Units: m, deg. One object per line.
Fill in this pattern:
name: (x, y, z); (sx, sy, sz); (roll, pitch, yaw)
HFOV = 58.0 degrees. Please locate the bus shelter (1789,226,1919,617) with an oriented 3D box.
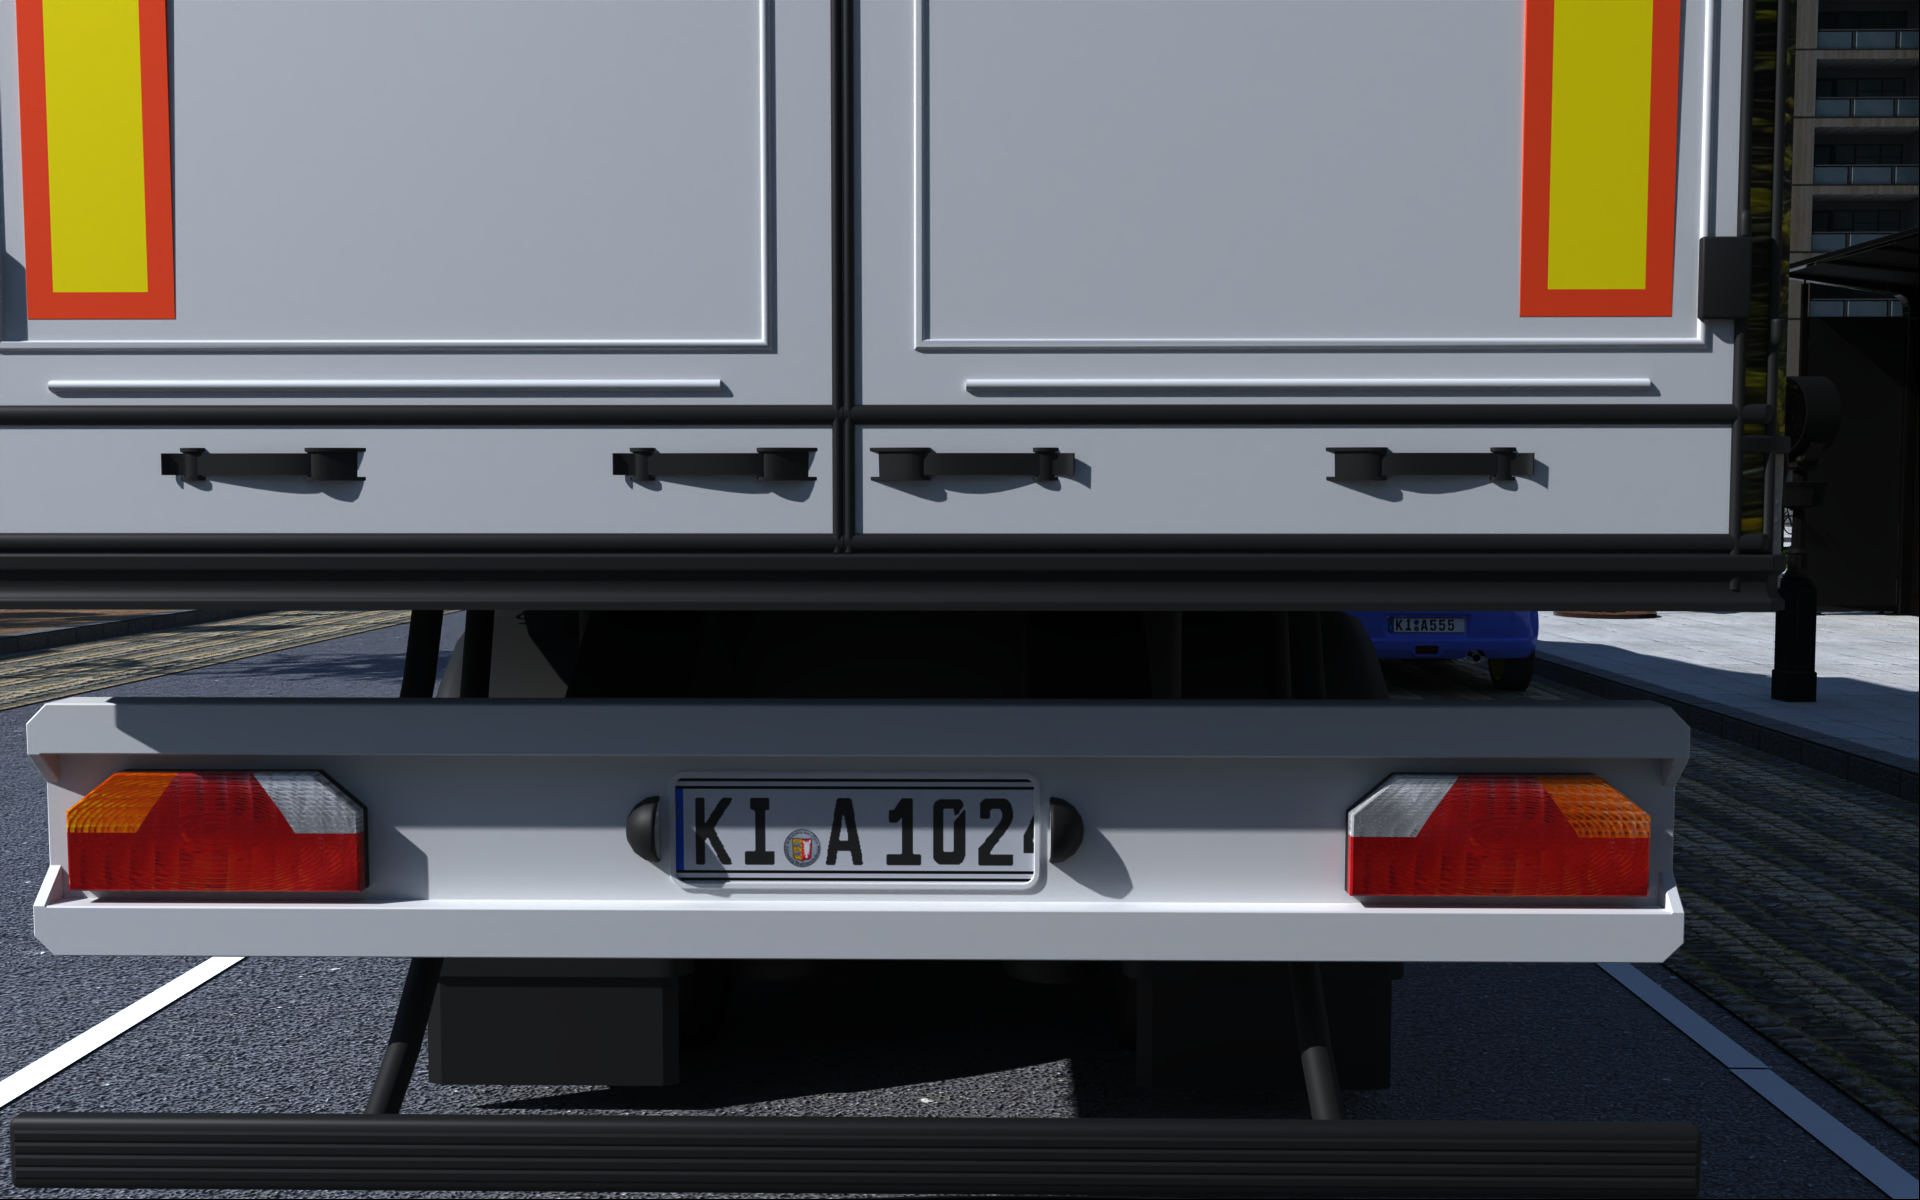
bus shelter: (9.266, -1.467, 15.266); (1.731, 3.624, 6.357); (0, 4, 1)

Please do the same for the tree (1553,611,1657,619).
tree: (6.785, -1.451, 18.321); (1.663, 3.219, 1.824); (0, 3, 0)

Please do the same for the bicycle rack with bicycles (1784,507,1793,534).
bicycle rack with bicycles: (25.604, -2.574, 55.471); (2.925, 0.926, 2.852); (-1, 4, -22)

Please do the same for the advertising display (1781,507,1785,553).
advertising display: (8.733, -0.868, 19.410); (0.974, 1.923, 0.123); (0, 4, -2)

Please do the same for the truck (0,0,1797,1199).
truck: (-0.057, -1.151, 7.735); (2.839, 4.237, 11.283); (0, 4, 1)

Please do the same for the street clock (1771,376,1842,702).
street clock: (5.183, -0.376, 10.710); (0.358, 2.002, 0.471); (0, 4, -6)

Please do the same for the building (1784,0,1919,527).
building: (35.473, -23.715, 71.329); (14.086, 41.232, 14.154); (0, 4, 1)

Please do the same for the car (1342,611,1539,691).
car: (3.364, -0.263, 13.899); (1.945, 1.707, 3.694); (0, 4, 3)
